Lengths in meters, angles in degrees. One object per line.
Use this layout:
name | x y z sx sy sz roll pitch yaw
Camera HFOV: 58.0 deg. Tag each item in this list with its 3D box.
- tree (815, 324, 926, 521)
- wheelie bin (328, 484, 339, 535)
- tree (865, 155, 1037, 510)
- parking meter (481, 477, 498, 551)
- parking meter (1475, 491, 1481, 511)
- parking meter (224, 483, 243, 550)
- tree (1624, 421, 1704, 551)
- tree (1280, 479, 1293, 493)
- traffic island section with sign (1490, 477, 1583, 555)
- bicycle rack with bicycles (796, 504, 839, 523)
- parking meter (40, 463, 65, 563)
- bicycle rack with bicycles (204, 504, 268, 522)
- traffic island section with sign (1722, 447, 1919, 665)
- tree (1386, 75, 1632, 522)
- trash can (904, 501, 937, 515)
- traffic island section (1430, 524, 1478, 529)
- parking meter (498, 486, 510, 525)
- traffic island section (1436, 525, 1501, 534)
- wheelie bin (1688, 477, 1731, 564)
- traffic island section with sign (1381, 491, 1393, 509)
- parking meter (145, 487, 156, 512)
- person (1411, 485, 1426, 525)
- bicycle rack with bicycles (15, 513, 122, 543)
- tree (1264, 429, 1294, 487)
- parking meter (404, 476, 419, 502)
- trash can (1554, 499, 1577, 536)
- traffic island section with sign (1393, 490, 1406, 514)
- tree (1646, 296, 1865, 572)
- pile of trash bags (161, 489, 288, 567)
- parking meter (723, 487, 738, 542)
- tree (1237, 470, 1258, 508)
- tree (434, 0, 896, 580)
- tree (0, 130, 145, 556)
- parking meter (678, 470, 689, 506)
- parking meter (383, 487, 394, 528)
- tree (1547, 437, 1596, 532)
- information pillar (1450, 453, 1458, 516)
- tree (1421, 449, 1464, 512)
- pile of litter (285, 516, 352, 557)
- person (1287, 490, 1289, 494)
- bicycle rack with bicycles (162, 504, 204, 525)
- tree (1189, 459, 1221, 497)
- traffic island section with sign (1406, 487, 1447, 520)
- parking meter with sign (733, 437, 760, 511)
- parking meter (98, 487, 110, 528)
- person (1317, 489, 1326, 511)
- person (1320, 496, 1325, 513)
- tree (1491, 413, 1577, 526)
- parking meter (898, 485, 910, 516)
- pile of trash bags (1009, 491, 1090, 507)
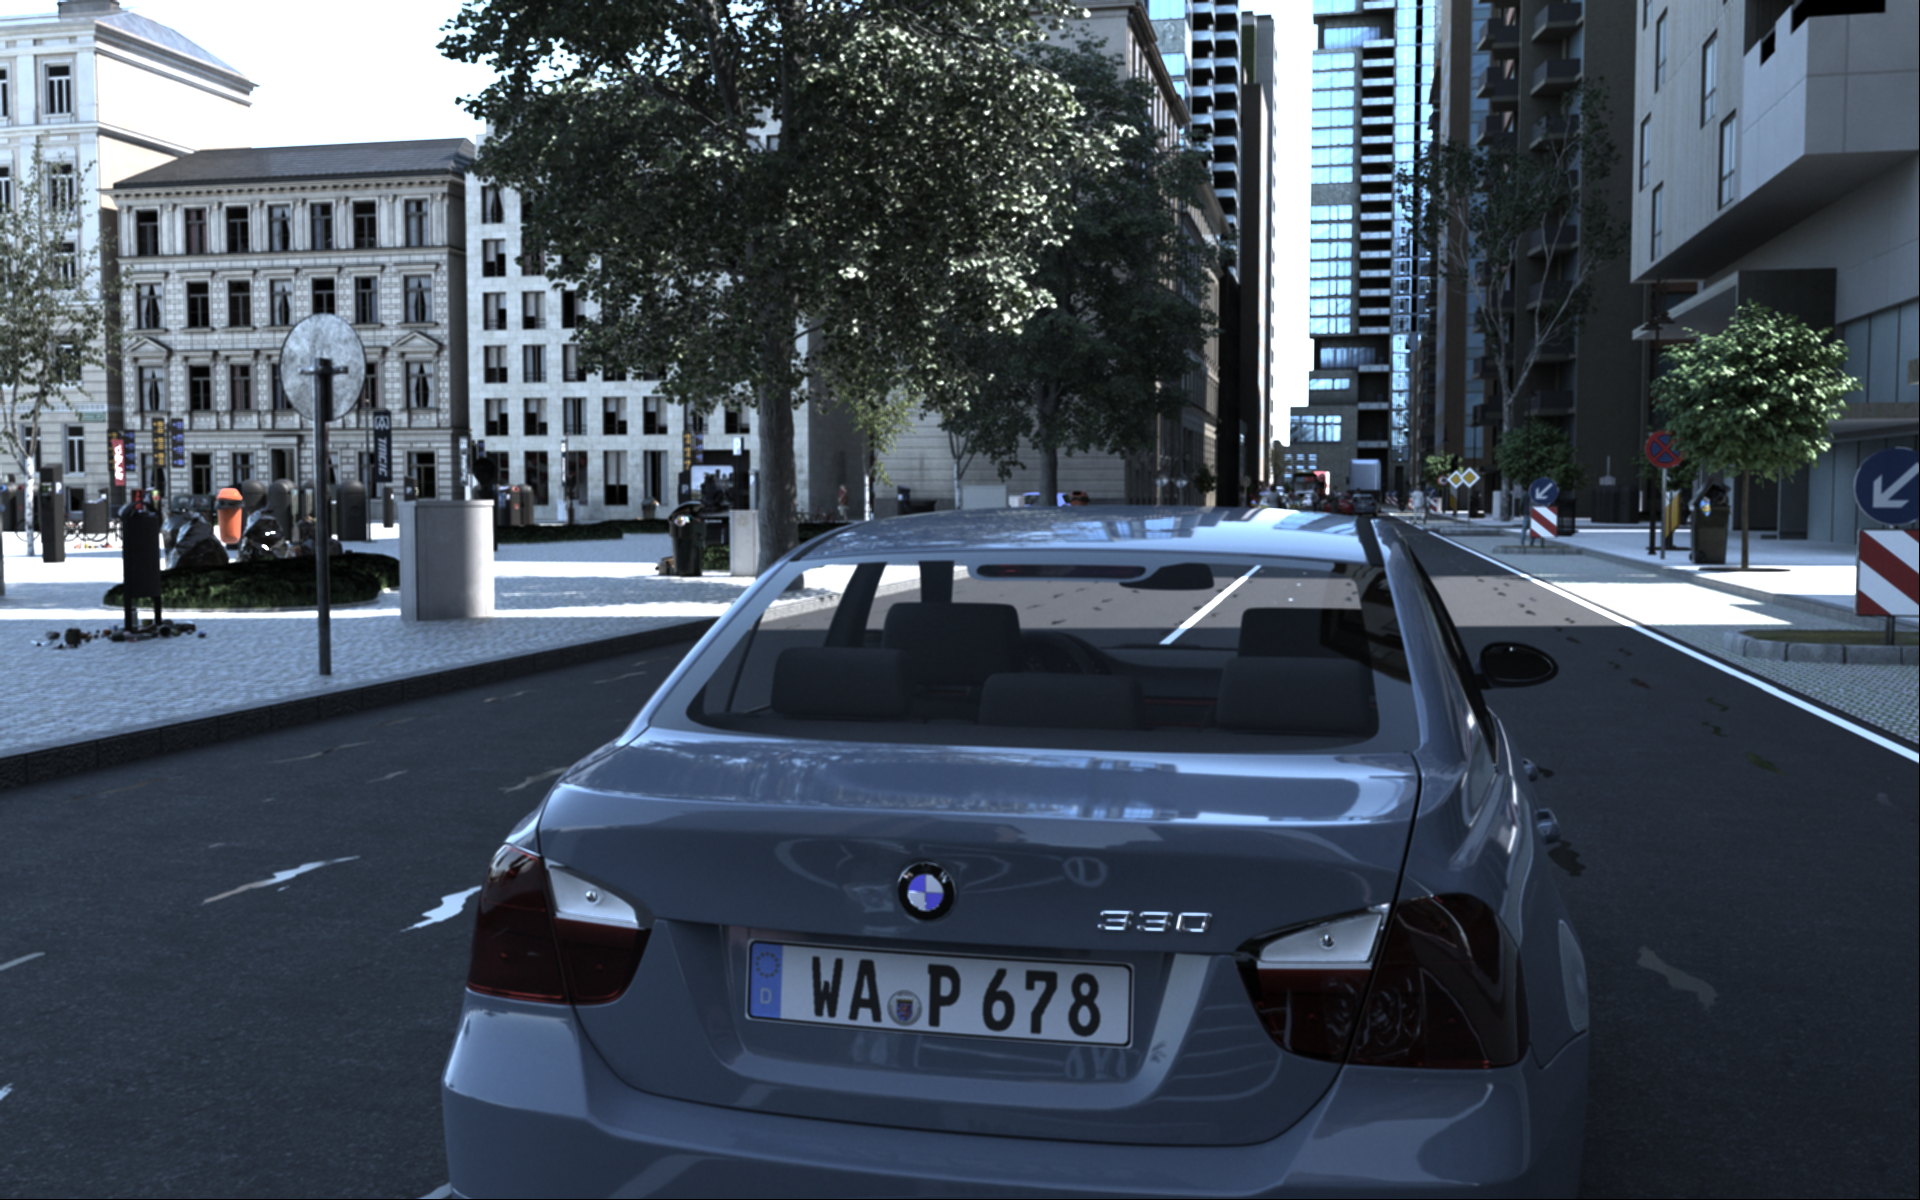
tree | -3.318 -7.059 65.774 4.737 8.622 4.395 0 3 0
wheelie bin | -19.727 -2.858 54.636 0.980 1.594 0.693 1 4 10
tree | -0.069 -5.342 37.708 4.360 8.622 3.978 0 3 0
parking meter | -10.588 -2.033 38.948 0.255 1.863 0.399 0 4 5
parking meter | 38.816 -7.425 129.808 0.372 1.533 0.369 0 3 0
parking meter | -16.737 -1.927 39.913 0.372 1.533 0.369 0 3 0
tree | 16.367 -2.753 39.613 1.663 3.219 1.824 0 3 0
tree | 41.631 -13.818 220.528 1.663 3.219 1.824 0 3 0
traffic island section with sign | 13.839 -2.020 41.661 1.989 1.847 2.006 1 4 13
bicycle rack with bicycles | -6.021 -2.944 61.521 2.852 0.926 2.925 -3 4 -38
parking meter | -16.949 -1.629 32.342 0.255 1.863 0.399 0 4 2
bicycle rack with bicycles | -23.664 -2.775 58.752 2.925 0.926 2.852 -3 4 -36
traffic island section with sign | 7.939 -0.412 15.357 1.989 1.847 2.006 1 4 13
tree | 26.319 -13.659 79.221 12.611 20.169 13.585 0 3 0
trash can | -0.855 -1.583 37.540 0.748 1.137 0.748 0 3 0
traffic island section | 20.532 -3.023 71.705 2.009 0.180 2.903 1 4 13
parking meter | -14.888 -2.947 56.596 0.372 1.533 0.369 0 3 0
traffic island section | 18.789 -2.546 63.912 2.009 0.180 2.903 1 4 13
wheelie bin | 13.766 -1.461 31.793 0.693 1.594 0.980 1 4 14
traffic island section with sign | 48.747 -11.568 197.769 1.989 1.847 2.006 1 4 13
parking meter | -30.574 -3.488 65.433 0.372 1.533 0.369 0 3 0
person | 21.233 -4.390 80.158 0.514 1.842 0.818 -2 4 -26
bicycle rack with bicycles | -23.803 -2.033 46.615 2.925 0.926 2.852 -1 4 -21
tree | 35.992 -15.096 197.175 4.360 8.622 3.978 0 3 0
parking meter | -17.489 -3.030 55.258 0.399 1.863 0.255 1 4 13
trash can | 18.476 -2.524 52.917 0.748 1.137 0.748 0 3 0
traffic island section with sign | 32.015 -6.992 122.952 1.989 1.847 2.006 1 4 13
tree | 13.242 -2.764 28.910 4.285 4.588 4.351 0 3 0
pile of trash bags | -11.806 -1.109 27.891 1.912 1.369 3.447 -1 4 -22
parking meter | -5.431 -1.994 41.015 0.372 1.533 0.369 0 3 0
tree | 22.893 -8.743 137.554 1.663 3.219 1.824 0 3 0
tree | -2.348 -7.104 22.812 9.857 13.997 8.962 0 3 0
tree | -19.223 -5.223 35.766 4.360 8.622 3.978 0 3 0
parking meter | -6.330 -2.113 40.254 0.399 1.863 0.255 1 4 21
parking meter | -21.663 -3.498 65.599 0.372 1.533 0.369 0 3 0
tree | 20.246 -3.891 58.222 1.663 3.219 1.824 0 3 0
information pillar | 28.290 -6.592 99.136 0.504 3.616 0.183 -2 4 -25
tree | 35.253 -8.721 126.304 4.285 4.588 4.351 0 3 0
pile of litter | -12.718 -1.228 34.038 1.719 0.858 1.176 0 4 5
person | 27.343 -8.292 144.349 0.850 1.792 0.678 1 4 12
bicycle rack with bicycles | -27.470 -2.909 60.952 2.852 0.926 2.925 -1 4 -16
tree | 13.448 -6.123 94.720 1.663 3.219 1.824 0 3 0
traffic island section with sign | 26.128 -5.383 96.646 1.989 1.847 2.006 1 4 13
parking meter with sign | -6.133 -3.517 53.763 1.738 3.016 0.543 -2 4 -35
parking meter | -32.421 -3.496 65.574 0.372 1.533 0.369 0 3 0
person | 30.925 -8.575 148.646 1.348 1.831 0.705 -2 4 -24
person | 20.096 -5.106 96.229 0.590 1.304 0.306 -2 4 -30
tree | 23.280 -5.290 70.204 4.285 4.588 4.351 0 3 0
parking meter | -1.646 -2.595 50.832 0.372 1.533 0.369 0 3 0
pile of trash bags | 2.459 -2.694 53.807 3.447 1.369 1.912 2 4 31
